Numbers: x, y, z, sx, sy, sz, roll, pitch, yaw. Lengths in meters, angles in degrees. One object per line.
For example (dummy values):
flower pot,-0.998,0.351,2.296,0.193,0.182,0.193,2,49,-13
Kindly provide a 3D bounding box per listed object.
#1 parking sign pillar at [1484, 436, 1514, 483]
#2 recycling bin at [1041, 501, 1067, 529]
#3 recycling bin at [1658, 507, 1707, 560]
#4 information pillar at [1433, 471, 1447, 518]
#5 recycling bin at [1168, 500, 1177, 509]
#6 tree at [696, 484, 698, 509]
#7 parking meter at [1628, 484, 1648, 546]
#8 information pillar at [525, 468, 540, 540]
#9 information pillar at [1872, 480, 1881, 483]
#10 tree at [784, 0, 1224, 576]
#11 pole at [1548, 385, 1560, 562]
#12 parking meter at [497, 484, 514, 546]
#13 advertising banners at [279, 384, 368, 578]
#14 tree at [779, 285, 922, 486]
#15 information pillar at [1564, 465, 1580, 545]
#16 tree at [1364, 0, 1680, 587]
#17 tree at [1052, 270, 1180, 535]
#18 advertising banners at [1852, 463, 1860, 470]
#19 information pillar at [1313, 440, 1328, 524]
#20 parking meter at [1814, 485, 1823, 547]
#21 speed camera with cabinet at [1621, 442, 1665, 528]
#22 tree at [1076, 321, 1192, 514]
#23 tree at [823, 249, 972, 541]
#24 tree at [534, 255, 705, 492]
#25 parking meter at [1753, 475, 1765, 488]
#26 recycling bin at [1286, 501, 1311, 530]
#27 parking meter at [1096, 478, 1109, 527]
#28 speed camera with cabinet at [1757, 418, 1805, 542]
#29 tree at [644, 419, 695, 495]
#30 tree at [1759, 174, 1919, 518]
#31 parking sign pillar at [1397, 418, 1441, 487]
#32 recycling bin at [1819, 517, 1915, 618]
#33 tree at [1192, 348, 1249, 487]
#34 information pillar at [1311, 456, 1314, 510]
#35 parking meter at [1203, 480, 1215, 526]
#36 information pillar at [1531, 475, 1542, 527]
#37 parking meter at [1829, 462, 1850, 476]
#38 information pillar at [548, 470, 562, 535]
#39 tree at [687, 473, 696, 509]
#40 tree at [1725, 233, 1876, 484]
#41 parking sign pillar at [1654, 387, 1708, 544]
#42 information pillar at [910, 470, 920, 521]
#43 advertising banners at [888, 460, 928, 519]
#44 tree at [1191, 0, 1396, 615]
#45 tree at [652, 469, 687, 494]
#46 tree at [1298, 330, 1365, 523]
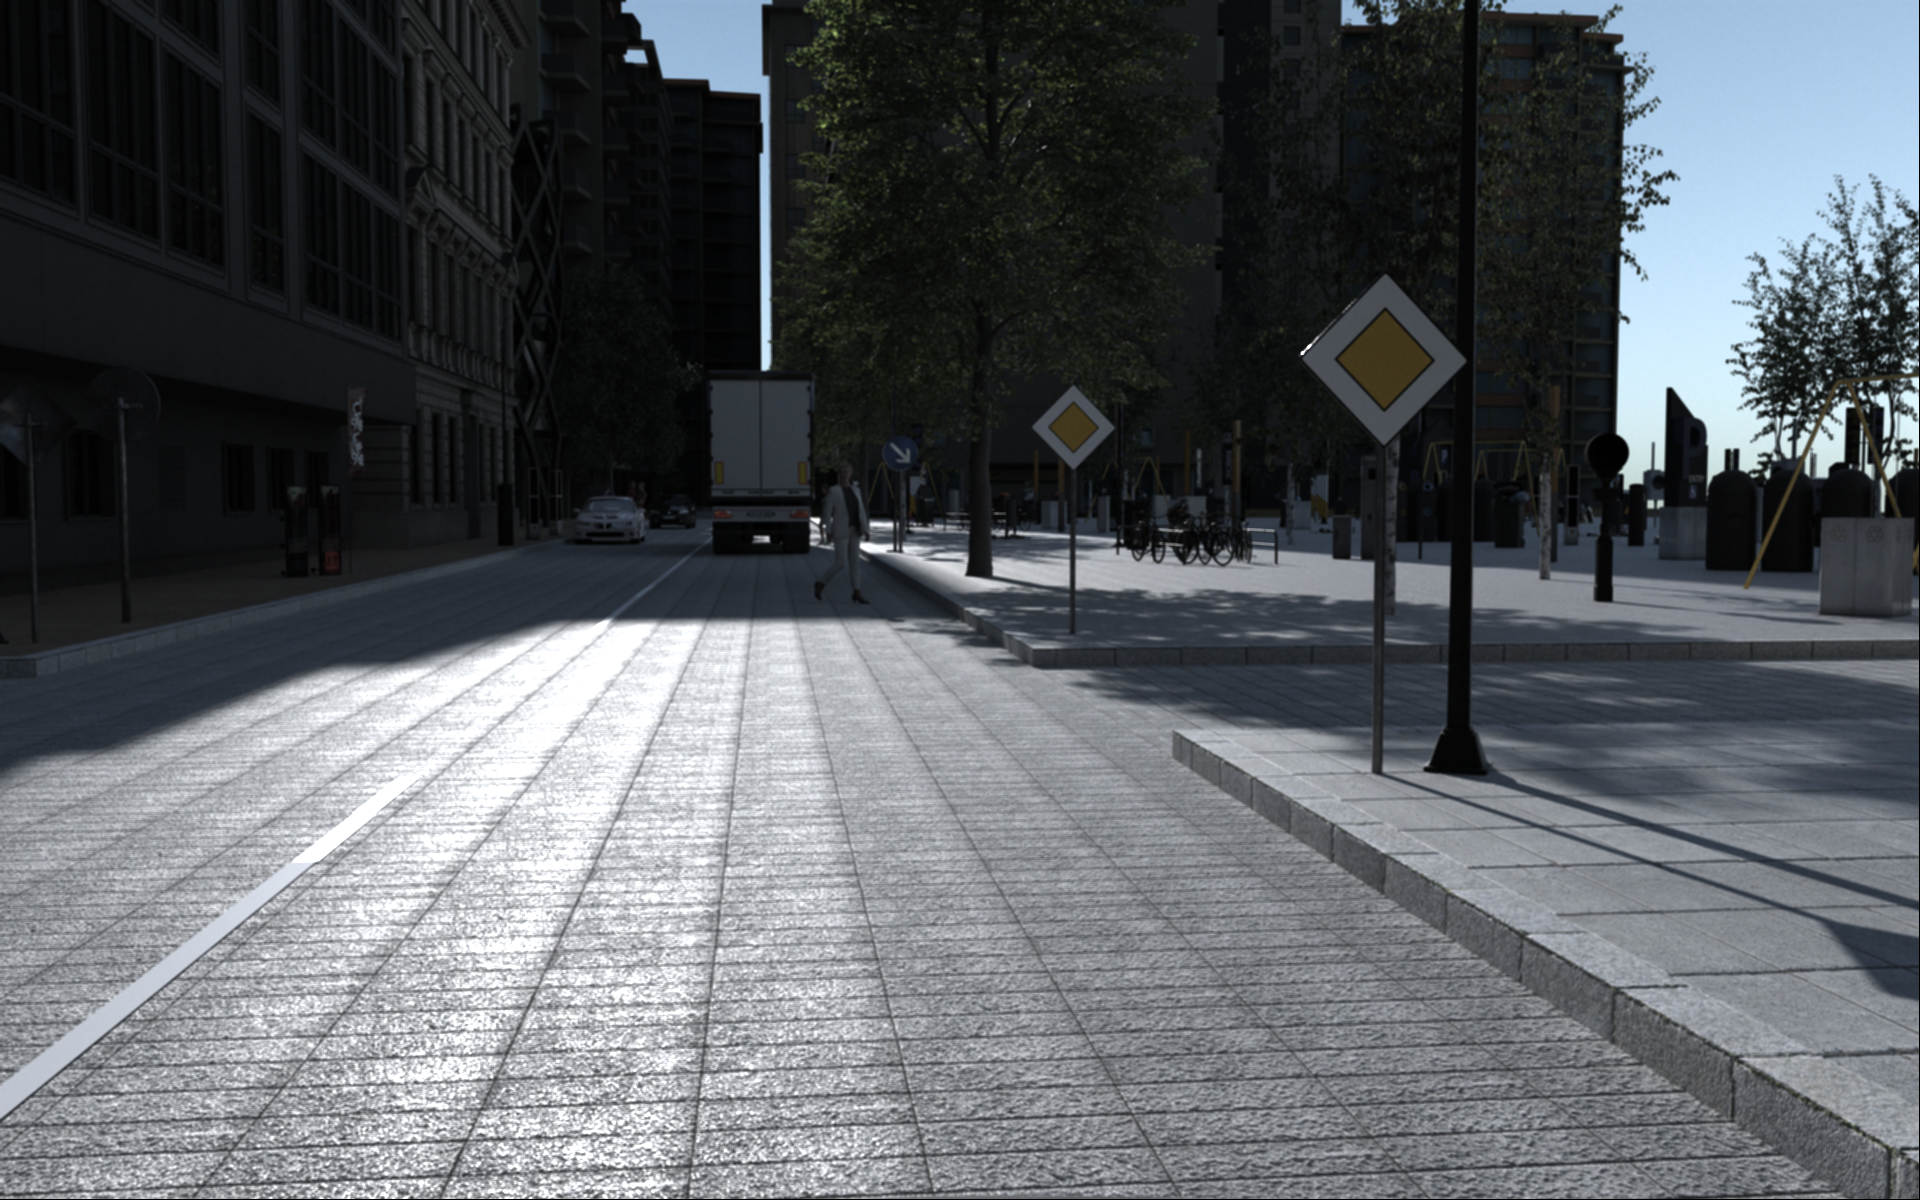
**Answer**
parking sign pillar,25.062,-5.634,80.580,1.447,3.967,1.447,-1,4,-17
recycling bin,3.446,-3.111,63.424,0.722,1.027,0.722,-2,4,-24
recycling bin,14.218,-1.310,33.972,0.722,1.027,0.722,0,4,-7
information pillar,14.971,-3.034,54.103,0.304,2.012,0.304,-2,4,-25
recycling bin,9.962,-4.055,78.852,0.722,1.027,0.722,3,5,41
tree,-23.893,-9.738,153.817,1.663,3.219,1.824,0,3,0
parking meter,16.726,-2.104,42.810,0.372,1.533,0.369,0,3,0
information pillar,-11.963,-2.688,48.437,0.304,2.012,0.304,-2,4,-34
information pillar,48.174,-5.299,91.127,0.304,2.012,0.304,-3,4,-36
tree,0.622,-6.665,27.105,7.486,12.596,7.792,0,3,0
pole,11.155,-2.371,32.605,0.158,3.312,0.155,0,3,0
parking meter,-11.314,-2.122,43.099,0.372,1.533,0.369,0,3,0
advertising banners,-9.944,-1.897,27.211,0.090,3.025,2.074,1,4,19
tree,-4.865,-8.470,72.896,7.601,10.594,8.767,-1,4,-20
information pillar,15.402,-2.393,43.610,0.304,2.012,0.304,0,4,7
tree,8.558,-4.614,25.797,4.360,8.622,3.978,0,3,0
tree,5.108,-6.354,54.244,4.360,8.622,3.978,0,3,0
advertising banners,49.324,-6.153,96.794,2.074,3.025,0.090,0,4,-7
information pillar,15.547,-5.071,74.260,0.504,3.616,0.183,2,4,27
parking meter,20.937,-2.056,42.031,0.372,1.533,0.369,0,3,0
speed camera with cabinet,25.790,-4.374,65.857,2.038,3.252,0.660,-1,4,-8
tree,6.655,-7.250,68.896,4.737,8.622,4.395,0,3,0
tree,-1.549,-5.906,46.933,4.737,8.622,4.395,0,3,0
tree,-17.033,-10.189,83.591,9.611,12.733,9.660,0,3,0
parking meter,24.494,-2.909,53.268,0.399,1.863,0.255,0,4,7
recycling bin,12.288,-3.078,62.880,0.722,1.027,0.722,-1,4,-10
parking meter,5.319,-3.604,64.639,0.399,1.863,0.255,-1,4,-18
speed camera with cabinet,21.452,-3.152,45.871,0.660,3.252,2.038,-1,4,-11
tree,-21.629,-10.742,125.995,4.737,8.622,4.395,0,3,0
tree,20.641,-5.427,39.094,4.360,8.622,3.978,0,3,0
parking sign pillar,16.497,-4.462,61.423,1.447,3.967,1.447,-3,5,-42
recycling bin,9.640,-0.359,18.417,0.722,1.027,0.722,-3,5,-45
tree,12.406,-8.327,86.510,4.737,8.622,4.395,0,3,0
information pillar,17.866,-5.845,86.919,0.504,3.616,0.183,2,4,26
parking meter,10.073,-3.935,70.050,0.399,1.863,0.255,-2,4,-26
information pillar,22.284,-3.817,66.900,0.304,2.012,0.304,2,4,35
parking meter,16.201,-1.606,31.965,0.255,1.863,0.399,0,4,8
information pillar,-12.574,-3.017,53.819,0.304,2.012,0.304,1,4,18
tree,-21.808,-8.569,134.712,1.663,3.219,1.824,0,3,0
tree,24.117,-6.096,50.037,4.737,8.622,4.395,0,3,0
parking sign pillar,18.507,-3.404,44.134,1.447,3.967,1.447,-3,4,-37
information pillar,-2.104,-5.508,81.403,0.504,3.616,0.183,0,4,-2
advertising banners,-2.627,-5.637,88.359,2.074,3.025,0.090,-1,4,-15
tree,4.562,-4.165,18.463,4.360,8.622,3.978,0,3,0
tree,-20.471,-7.729,120.978,1.663,3.219,1.824,0,3,0
tree,16.092,-7.730,76.748,4.737,8.622,4.395,0,3,0
